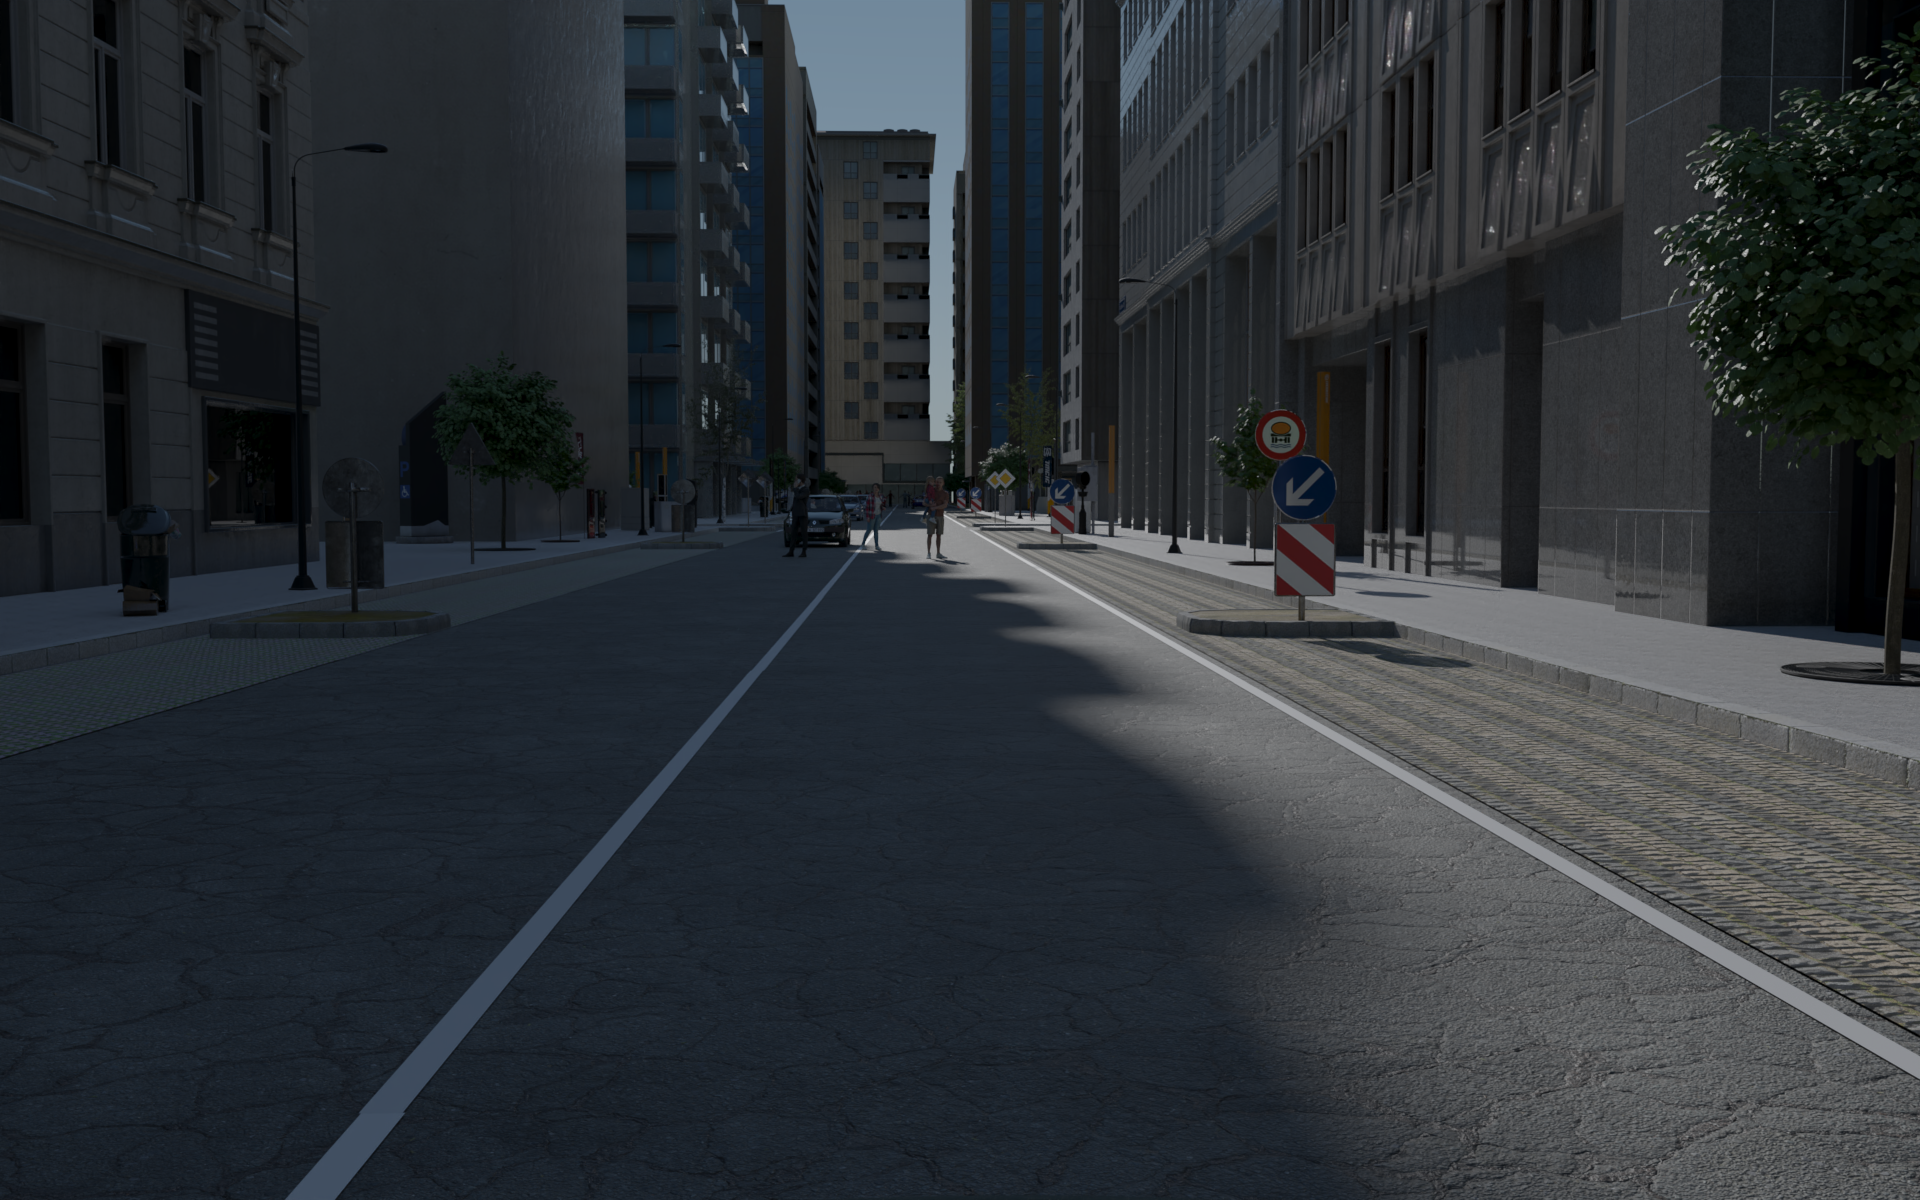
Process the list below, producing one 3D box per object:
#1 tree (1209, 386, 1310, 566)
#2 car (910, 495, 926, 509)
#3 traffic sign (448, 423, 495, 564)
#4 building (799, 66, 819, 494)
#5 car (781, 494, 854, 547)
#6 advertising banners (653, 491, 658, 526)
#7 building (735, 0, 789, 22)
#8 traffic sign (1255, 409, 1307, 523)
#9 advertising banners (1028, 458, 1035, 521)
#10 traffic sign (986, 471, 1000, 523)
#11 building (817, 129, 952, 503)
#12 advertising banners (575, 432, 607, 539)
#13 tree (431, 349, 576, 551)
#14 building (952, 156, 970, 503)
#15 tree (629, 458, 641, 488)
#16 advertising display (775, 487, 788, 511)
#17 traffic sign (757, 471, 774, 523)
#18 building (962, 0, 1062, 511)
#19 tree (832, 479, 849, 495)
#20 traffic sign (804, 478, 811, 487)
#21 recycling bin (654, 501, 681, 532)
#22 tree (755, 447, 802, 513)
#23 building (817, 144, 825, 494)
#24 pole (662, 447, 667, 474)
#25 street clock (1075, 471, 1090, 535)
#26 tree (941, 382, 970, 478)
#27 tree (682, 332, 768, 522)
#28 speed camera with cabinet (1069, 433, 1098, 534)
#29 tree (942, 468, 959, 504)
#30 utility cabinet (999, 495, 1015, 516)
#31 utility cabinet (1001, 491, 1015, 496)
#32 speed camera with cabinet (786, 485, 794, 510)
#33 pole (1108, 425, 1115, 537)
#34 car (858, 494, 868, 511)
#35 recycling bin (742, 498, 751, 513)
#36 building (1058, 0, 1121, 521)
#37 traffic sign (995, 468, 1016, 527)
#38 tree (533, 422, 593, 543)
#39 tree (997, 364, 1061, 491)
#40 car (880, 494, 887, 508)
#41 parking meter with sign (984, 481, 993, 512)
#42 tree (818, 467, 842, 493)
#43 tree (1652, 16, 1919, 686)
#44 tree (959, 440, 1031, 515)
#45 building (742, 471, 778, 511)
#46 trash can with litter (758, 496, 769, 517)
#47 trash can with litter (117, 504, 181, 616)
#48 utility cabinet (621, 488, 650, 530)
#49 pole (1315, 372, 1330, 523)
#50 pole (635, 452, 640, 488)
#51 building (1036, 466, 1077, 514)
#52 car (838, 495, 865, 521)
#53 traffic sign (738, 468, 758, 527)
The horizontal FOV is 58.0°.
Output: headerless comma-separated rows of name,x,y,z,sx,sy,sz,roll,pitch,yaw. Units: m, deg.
tree,5.241,-2.250,31.388,1.663,3.219,1.824,0,3,0
car,-3.822,-9.426,166.700,1.945,1.354,3.894,0,4,-3
traffic sign,-8.917,-1.934,31.619,0.884,2.594,0.081,0,4,5
building,-26.742,-34.564,188.828,21.300,48.544,21.600,0,4,-2
car,-3.931,-2.340,48.044,2.009,1.686,4.222,0,4,-2
advertising banners,-12.452,-4.350,67.314,2.074,3.025,0.090,-1,4,-10
building,-22.189,-31.003,157.010,14.600,45.320,14.200,0,4,-2
traffic sign,4.818,-1.589,26.092,0.768,2.556,0.104,0,4,4
advertising banners,3.424,-5.302,82.878,0.090,3.025,2.074,0,4,-6
traffic sign,1.537,-4.416,75.850,0.795,2.450,0.064,0,4,-2
building,-15.212,-40.362,249.162,27.495,52.752,28.713,0,4,-2
advertising banners,-10.625,-3.283,49.866,0.090,3.025,2.074,1,4,12
tree,-10.407,-3.405,39.381,4.285,4.588,4.351,0,3,0
building,9.665,-38.096,246.572,21.600,48.544,21.300,0,4,-2
tree,-15.338,-5.083,77.707,1.663,3.219,1.824,0,3,0
advertising display,-13.247,-7.546,128.596,0.974,1.923,0.123,1,4,17
traffic sign,-8.504,-4.399,75.563,0.795,2.450,0.064,0,4,-2
building,7.561,-29.918,139.269,14.600,45.320,14.200,0,4,-2
tree,-15.224,-14.148,225.926,1.663,3.219,1.824,0,3,0
traffic sign,-12.024,-8.254,135.057,0.768,2.556,0.104,0,4,1
recycling bin,-9.895,-2.819,58.646,0.722,1.027,0.722,-2,4,-29
tree,-12.522,-8.310,119.575,4.285,4.588,4.351,0,3,0
building,-24.366,-34.646,216.572,14.200,45.320,14.600,0,4,-2
pole,-12.906,-5.012,75.785,0.158,3.312,0.155,0,3,0
street clock,3.892,-3.080,54.920,0.358,2.002,0.471,3,5,44
tree,1.851,-14.639,157.467,7.486,12.596,7.792,0,3,0
tree,-10.851,-7.890,79.370,4.360,8.622,3.978,0,3,0
speed camera with cabinet,4.009,-3.801,56.488,0.660,3.252,2.038,0,4,-7
tree,0.670,-11.557,172.676,4.285,4.588,4.351,0,3,0
utility cabinet,2.754,-5.536,101.677,1.020,1.237,0.306,3,5,43
utility cabinet,3.266,-6.664,117.643,0.318,1.500,1.173,-3,5,-39
speed camera with cabinet,-13.105,-8.484,133.044,0.660,3.252,2.038,1,4,19
pole,4.509,-3.528,51.529,0.158,3.312,0.155,0,3,0
car,-7.182,-7.126,128.520,2.014,1.417,4.499,0,4,0
recycling bin,-14.378,-6.281,115.254,0.722,1.027,0.722,-3,5,-41
building,12.474,-19.197,85.574,14.107,30.474,14.160,0,4,-2
traffic sign,1.782,-3.928,67.869,0.795,2.450,0.064,0,4,-2
tree,-10.541,-3.152,46.133,1.663,3.219,1.824,0,3,0
tree,4.328,-9.080,98.816,4.737,8.622,4.395,0,3,0
car,-8.618,-10.482,180.423,2.155,1.783,4.494,0,4,-1
parking meter with sign,1.976,-7.704,122.224,0.543,3.016,1.738,-1,4,-12
tree,-15.781,-13.670,207.225,4.285,4.588,4.351,0,3,0
tree,6.503,-1.733,12.053,4.285,4.588,4.351,0,3,0
tree,2.897,-7.861,112.248,4.285,4.588,4.351,0,3,0
building,-30.554,-26.972,132.880,32.217,40.220,23.993,0,4,-2
trash can with litter,-10.870,-5.155,95.667,0.624,1.170,1.055,0,4,-6
trash can with litter,-8.705,-0.440,18.589,0.624,1.170,1.055,-1,4,-23
utility cabinet,-11.366,-3.176,60.612,1.173,1.500,0.318,3,5,39
pole,6.067,-2.150,28.989,0.158,3.312,0.155,0,3,0
pole,-15.541,-5.487,83.563,0.158,3.312,0.155,0,3,0
building,21.616,-25.744,112.796,32.217,40.220,23.993,0,4,-2
car,-6.110,-4.963,93.148,2.014,1.417,4.499,0,4,0
traffic sign,-8.259,-3.911,67.582,0.795,2.450,0.064,0,4,-2
